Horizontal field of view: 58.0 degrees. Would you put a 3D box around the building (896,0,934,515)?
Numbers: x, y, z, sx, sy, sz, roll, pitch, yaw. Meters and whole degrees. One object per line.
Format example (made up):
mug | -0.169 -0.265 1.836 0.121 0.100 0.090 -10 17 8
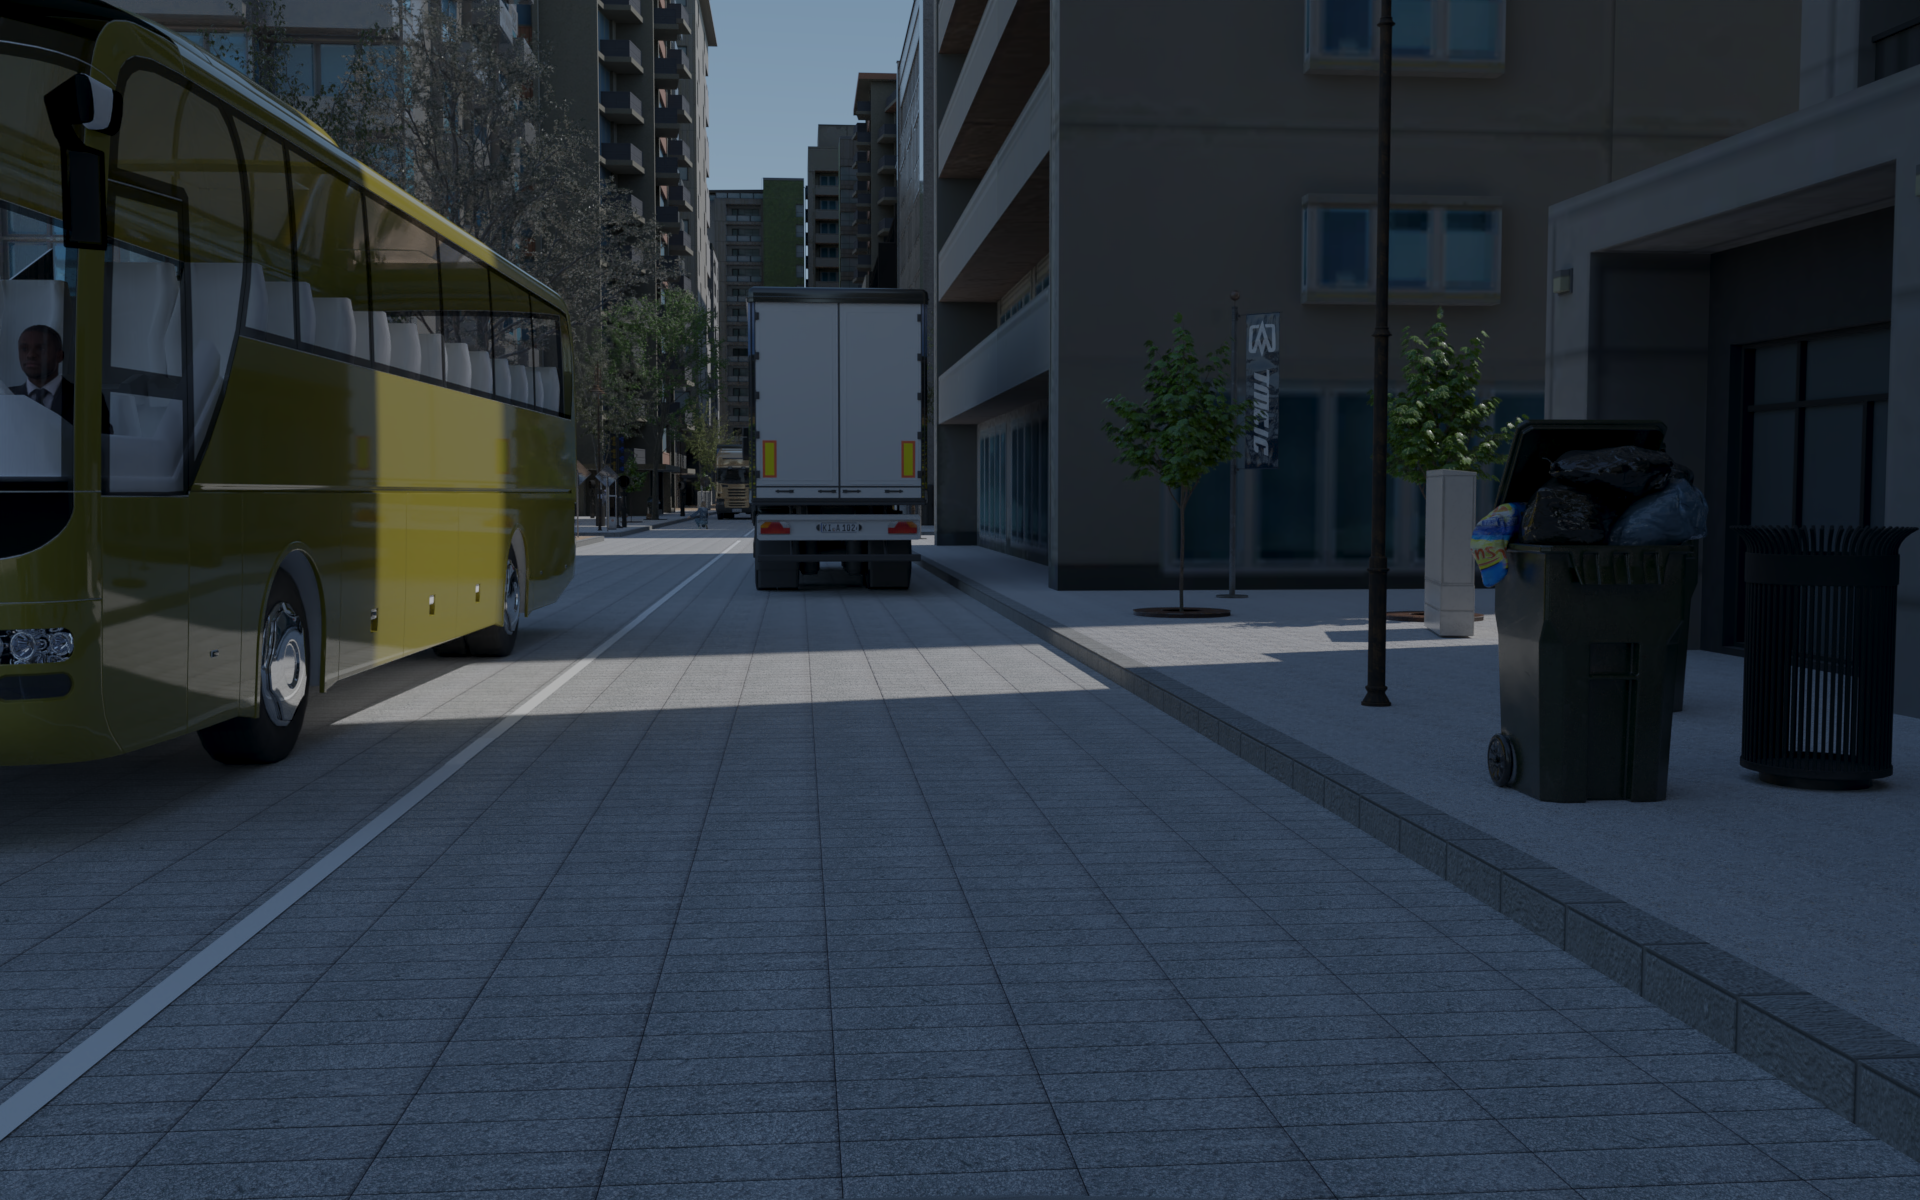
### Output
building | 3.454 -16.386 85.937 12.078 24.808 19.932 0 4 -5

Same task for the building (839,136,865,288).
building | -7.032 -31.668 201.372 14.154 41.232 14.086 0 4 -5

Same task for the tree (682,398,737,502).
tree | -19.251 -11.014 130.441 4.737 8.622 4.395 0 3 0

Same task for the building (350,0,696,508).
building | -35.164 -32.261 147.075 23.786 49.044 30.456 0 4 -5

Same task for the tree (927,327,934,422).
tree | -2.521 -7.251 68.924 4.737 8.622 4.395 0 3 0

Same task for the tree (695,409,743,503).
tree | -20.984 -12.250 150.644 4.360 8.622 3.978 0 3 0

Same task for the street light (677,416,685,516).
street light | -16.298 -7.846 101.068 0.468 5.910 1.993 0 4 -5

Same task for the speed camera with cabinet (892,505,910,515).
speed camera with cabinet | -2.782 -5.359 81.953 0.660 3.252 2.038 -1 4 -14

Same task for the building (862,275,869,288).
building | 5.016 -18.788 152.228 27.650 21.520 28.899 0 4 -5

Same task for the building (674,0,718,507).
building | -39.492 -35.902 176.230 28.713 52.752 27.495 0 4 -5

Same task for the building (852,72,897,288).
building | 0.091 -32.136 180.055 22.147 44.769 28.867 0 4 -5

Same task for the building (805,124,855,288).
building | -9.686 -37.134 230.840 21.600 48.544 21.300 0 4 -5

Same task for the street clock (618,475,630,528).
street clock | -12.871 -3.779 66.362 0.471 2.002 0.358 0 4 -8

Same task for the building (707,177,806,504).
building | -27.126 -33.170 225.916 14.086 41.232 14.154 0 4 -5

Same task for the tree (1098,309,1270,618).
tree | 2.229 -1.452 18.349 1.663 3.219 1.824 0 3 0

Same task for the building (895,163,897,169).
building | 3.501 -19.593 107.729 14.401 28.519 23.554 0 4 -5

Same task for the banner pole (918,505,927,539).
banner pole | -1.125 -3.602 48.917 0.401 3.779 0.863 0 4 -5

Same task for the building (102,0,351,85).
building | -30.511 -27.732 73.025 23.786 49.044 30.456 0 4 -5

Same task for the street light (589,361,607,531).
street light | -12.594 -5.359 60.399 0.468 5.910 1.993 0 4 -5

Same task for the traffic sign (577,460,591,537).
traffic sign | -11.316 -2.912 51.259 0.795 2.450 0.064 0 4 -5

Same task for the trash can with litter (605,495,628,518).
trash can with litter | -19.071 -5.123 94.813 2.233 1.210 1.678 0 4 -3

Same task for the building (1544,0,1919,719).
building | 16.114 -34.570 3.475 20.563 71.187 20.611 0 4 -5

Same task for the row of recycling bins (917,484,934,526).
row of recycling bins | -1.267 -3.971 72.037 1.069 1.692 3.534 0 4 0

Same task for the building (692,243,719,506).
building | -34.923 -26.179 199.734 14.107 30.474 14.160 0 4 -5

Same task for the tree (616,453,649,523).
tree | -14.722 -5.099 77.976 1.663 3.219 1.824 0 3 0

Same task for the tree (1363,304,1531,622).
tree | 4.980 -1.412 17.694 1.663 3.219 1.824 0 3 0

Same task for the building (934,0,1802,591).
building | 10.925 -25.025 32.861 21.300 48.544 21.600 0 4 -5

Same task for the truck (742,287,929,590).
truck | -2.285 -2.460 29.134 2.839 4.237 11.283 0 4 -7

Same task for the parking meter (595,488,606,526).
parking meter | -14.317 -3.701 68.929 0.372 1.533 0.369 0 3 0

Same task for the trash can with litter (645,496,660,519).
trash can with litter | -15.530 -4.653 87.461 0.624 1.170 1.055 0 4 1

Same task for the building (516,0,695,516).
building | -28.781 -27.917 111.069 22.147 44.769 28.867 0 4 -5

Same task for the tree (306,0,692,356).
tree | -11.683 -8.009 41.312 12.009 13.543 11.850 0 3 0

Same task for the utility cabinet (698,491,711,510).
utility cabinet | -19.819 -7.671 134.100 1.173 1.500 0.318 3 5 39

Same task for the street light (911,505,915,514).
street light | -1.386 -4.791 51.120 0.468 5.910 1.993 0 4 -5

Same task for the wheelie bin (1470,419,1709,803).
wheelie bin | 2.707 0.032 7.388 0.980 1.594 0.693 0 4 -4

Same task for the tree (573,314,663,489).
tree | -14.544 -7.352 70.560 4.360 8.622 3.978 0 3 0

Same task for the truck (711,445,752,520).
truck | -12.730 -6.820 100.416 2.839 4.237 11.283 0 4 -5

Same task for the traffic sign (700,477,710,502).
traffic sign | -18.470 -7.669 125.500 0.768 2.556 0.104 0 4 2

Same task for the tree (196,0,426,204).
tree | -9.409 -4.564 24.991 4.360 8.622 3.978 0 3 0

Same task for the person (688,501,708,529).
person | -10.617 -3.459 70.558 1.012 1.151 0.738 -2 4 -29

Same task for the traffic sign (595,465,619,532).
traffic sign | -12.057 -3.399 59.210 0.795 2.450 0.064 0 4 -5

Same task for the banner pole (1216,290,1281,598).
banner pole | 3.553 -1.909 21.224 0.863 3.779 0.401 3 5 40

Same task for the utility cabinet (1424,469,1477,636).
utility cabinet | 4.512 -0.443 15.928 0.318 1.500 1.173 1 4 8

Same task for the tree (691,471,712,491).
tree | -20.351 -8.771 138.003 1.663 3.219 1.824 0 3 0

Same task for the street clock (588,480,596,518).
street clock | -19.436 -5.318 91.511 0.358 2.002 0.471 -2 4 -32

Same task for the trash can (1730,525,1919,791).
trash can | 3.805 0.243 7.677 0.748 1.137 0.748 0 3 0

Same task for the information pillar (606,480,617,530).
information pillar | -12.535 -3.533 62.258 0.304 2.012 0.304 -2 4 -26

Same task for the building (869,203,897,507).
building | -0.231 -18.240 127.898 12.332 23.373 15.834 0 4 -5

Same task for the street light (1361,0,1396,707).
street light | 2.529 -2.297 10.345 0.468 5.910 1.993 0 4 -5

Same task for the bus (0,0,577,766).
bus | -4.983 -1.272 12.346 2.896 3.916 12.252 0 4 -3

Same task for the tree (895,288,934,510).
tree | -2.273 -6.868 62.649 4.360 8.622 3.978 0 3 0

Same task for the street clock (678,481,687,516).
street clock | -15.888 -5.790 99.240 0.471 2.002 0.358 2 4 28

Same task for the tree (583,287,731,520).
tree | -14.928 -9.765 85.412 9.928 11.665 9.643 0 3 0

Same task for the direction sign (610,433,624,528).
direction sign | -12.830 -4.457 64.874 0.379 3.537 0.876 1 4 23
